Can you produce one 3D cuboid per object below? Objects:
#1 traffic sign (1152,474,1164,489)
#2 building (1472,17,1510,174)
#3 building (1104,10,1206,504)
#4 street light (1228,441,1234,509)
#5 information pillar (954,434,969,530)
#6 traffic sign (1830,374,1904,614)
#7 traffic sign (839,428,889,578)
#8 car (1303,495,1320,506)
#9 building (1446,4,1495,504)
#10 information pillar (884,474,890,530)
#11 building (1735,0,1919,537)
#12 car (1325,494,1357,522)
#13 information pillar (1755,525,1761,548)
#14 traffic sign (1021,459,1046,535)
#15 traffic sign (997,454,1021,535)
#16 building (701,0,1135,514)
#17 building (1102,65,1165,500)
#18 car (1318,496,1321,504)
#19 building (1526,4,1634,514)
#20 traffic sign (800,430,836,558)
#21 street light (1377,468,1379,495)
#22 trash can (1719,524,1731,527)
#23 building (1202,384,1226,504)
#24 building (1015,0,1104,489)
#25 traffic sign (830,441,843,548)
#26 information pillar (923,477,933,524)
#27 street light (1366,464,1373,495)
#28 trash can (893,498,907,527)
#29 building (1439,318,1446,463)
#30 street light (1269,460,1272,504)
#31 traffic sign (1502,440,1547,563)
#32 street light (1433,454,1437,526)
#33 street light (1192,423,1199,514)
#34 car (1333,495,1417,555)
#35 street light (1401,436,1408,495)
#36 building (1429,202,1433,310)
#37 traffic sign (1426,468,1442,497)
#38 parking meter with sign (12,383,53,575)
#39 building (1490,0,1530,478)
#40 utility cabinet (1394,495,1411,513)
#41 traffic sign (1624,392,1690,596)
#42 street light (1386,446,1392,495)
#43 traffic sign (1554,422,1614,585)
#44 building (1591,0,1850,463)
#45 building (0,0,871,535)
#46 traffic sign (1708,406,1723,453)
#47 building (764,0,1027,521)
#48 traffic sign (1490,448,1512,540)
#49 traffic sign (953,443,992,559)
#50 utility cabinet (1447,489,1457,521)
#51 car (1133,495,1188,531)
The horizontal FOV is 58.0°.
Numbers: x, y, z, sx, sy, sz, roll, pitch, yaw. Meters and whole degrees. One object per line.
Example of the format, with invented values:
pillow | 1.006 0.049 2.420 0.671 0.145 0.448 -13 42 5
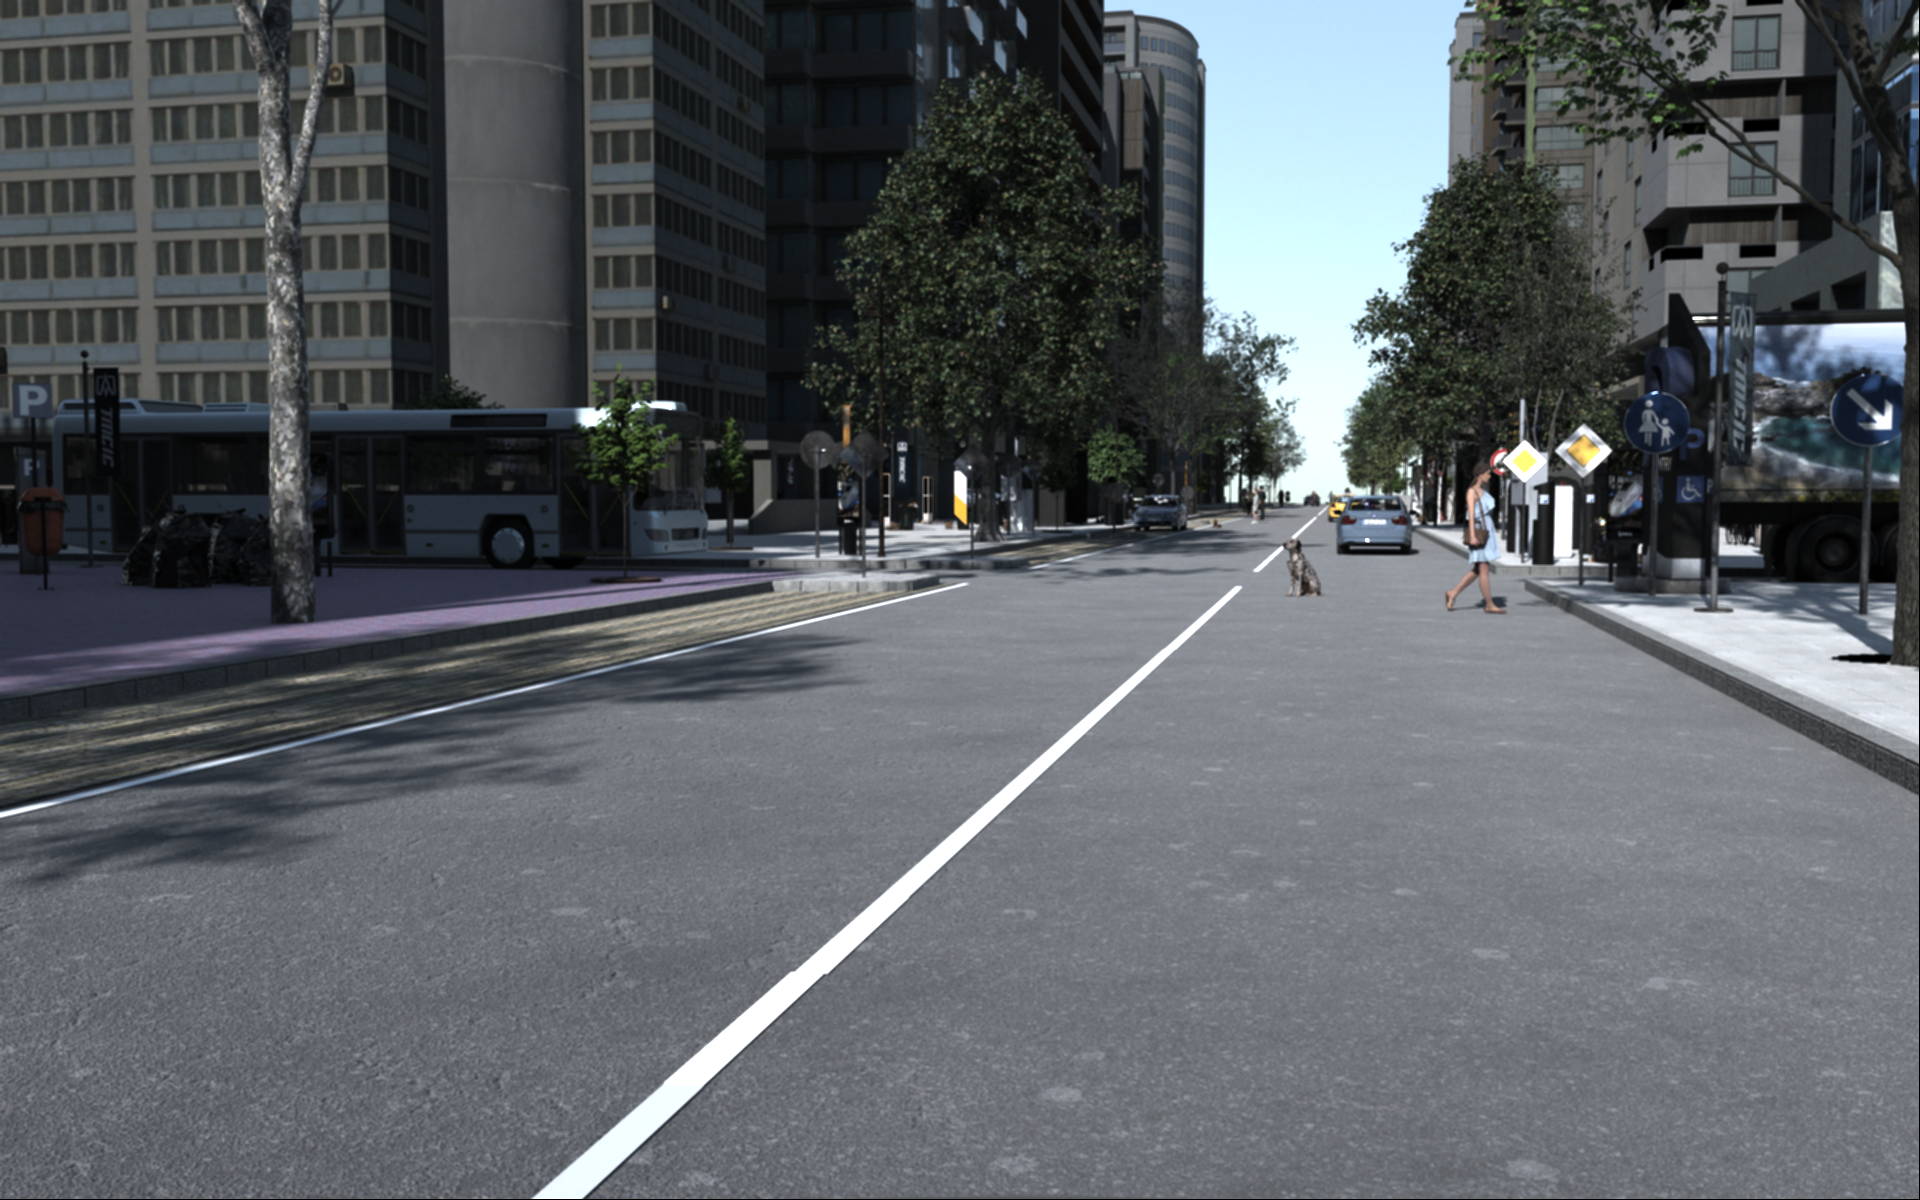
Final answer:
traffic sign | 12.372 -6.610 108.180 0.768 2.556 0.104 1 4 19
building | 54.941 -31.222 160.585 14.600 45.320 14.200 1 4 12
building | 18.574 -41.146 214.737 21.231 58.520 28.212 1 4 12
street light | 22.913 -10.639 146.737 0.468 5.910 1.993 1 4 12
information pillar | 0.046 -4.317 61.930 0.504 3.616 0.183 1 4 23
traffic sign | 9.654 -1.121 18.434 0.768 2.556 0.104 1 4 21
traffic sign | -1.473 -1.401 26.550 0.795 2.450 0.064 1 4 12
car | 42.445 -12.019 209.088 1.945 1.354 3.894 1 4 13
building | 70.607 -41.016 212.610 21.231 58.520 28.212 1 4 12
information pillar | -2.650 -3.516 61.973 0.304 2.012 0.304 0 4 -3
building | 38.488 -44.778 44.789 31.000 86.520 22.319 1 4 12
car | 19.979 -4.867 89.801 2.015 1.641 3.980 1 4 11
information pillar | 19.320 -2.269 41.588 0.304 2.012 0.304 0 4 7
traffic sign | 2.295 -3.231 54.017 0.795 2.450 0.064 1 4 14
traffic sign | 1.529 -3.326 54.493 0.768 2.556 0.104 1 4 17
building | -1.847 -27.753 145.644 32.217 40.220 23.993 1 4 12
building | 11.313 -29.274 162.229 14.154 41.232 14.086 1 4 12
car | 49.287 -13.986 241.257 1.945 1.354 3.894 1 4 12
building | 45.750 -26.578 118.150 14.154 41.232 14.086 1 4 12
traffic sign | -2.860 -2.116 34.706 0.768 2.556 0.104 1 4 15
street light | 43.398 -12.661 179.789 0.468 5.910 1.993 1 4 12
trash can | 29.613 -3.379 66.903 0.748 1.137 0.748 0 3 0
building | 22.736 -24.443 244.686 27.650 21.520 28.899 1 4 12
building | -1.907 -30.483 122.105 21.300 48.544 21.600 1 4 12
traffic sign | -2.786 -2.528 41.438 0.768 2.556 0.104 1 4 17
information pillar | -1.373 -4.238 73.785 0.304 2.012 0.304 2 4 35
street light | 53.247 -15.381 224.260 0.468 5.910 1.993 1 4 12
trash can | -2.220 -3.348 66.386 0.748 1.137 0.748 0 3 0
building | 71.435 -33.722 234.942 14.154 41.232 14.086 1 4 12
street light | 40.737 -15.567 227.304 0.468 5.910 1.993 1 4 12
traffic sign | 10.442 -1.740 32.089 0.795 2.450 0.064 1 4 12
street light | 18.849 -5.855 68.517 0.468 5.910 1.993 1 4 12
street light | 14.964 -8.413 110.334 0.468 5.910 1.993 1 4 12
car | 10.128 -1.852 42.283 2.014 1.417 4.499 1 4 14
street light | 27.460 -8.208 106.990 0.468 5.910 1.993 1 4 12
building | 74.863 -36.671 249.677 14.600 45.320 14.200 1 4 12
traffic sign | 22.672 -5.065 82.917 0.768 2.556 0.104 1 4 16
parking meter with sign | -15.005 -1.943 28.022 0.543 3.016 1.738 -2 4 -30
building | 54.363 -29.608 138.721 22.147 44.769 28.867 1 4 12
utility cabinet | 26.510 -5.662 103.734 1.020 1.237 0.306 -2 4 -23
traffic sign | 8.732 -1.325 21.768 0.768 2.556 0.104 1 4 20
street light | 35.505 -10.433 143.373 0.468 5.910 1.993 1 4 12
traffic sign | 8.723 -1.263 24.290 0.795 2.450 0.064 1 4 12
building | 46.475 -30.198 82.972 28.713 52.752 27.495 1 4 12
building | -20.686 -22.705 63.108 32.217 40.220 23.993 1 4 12
traffic sign | 10.134 -1.462 24.007 0.768 2.556 0.104 1 4 20
building | -8.662 -29.164 96.435 23.786 49.044 30.456 1 4 12
traffic sign | 15.155 -2.945 48.257 0.768 2.556 0.104 1 4 17
traffic sign | 0.246 -1.878 34.348 0.795 2.450 0.064 1 4 12
utility cabinet | 24.445 -4.647 84.658 0.318 1.500 1.173 -1 4 -21
car | 7.940 -3.444 68.319 2.014 1.417 4.499 1 4 14
